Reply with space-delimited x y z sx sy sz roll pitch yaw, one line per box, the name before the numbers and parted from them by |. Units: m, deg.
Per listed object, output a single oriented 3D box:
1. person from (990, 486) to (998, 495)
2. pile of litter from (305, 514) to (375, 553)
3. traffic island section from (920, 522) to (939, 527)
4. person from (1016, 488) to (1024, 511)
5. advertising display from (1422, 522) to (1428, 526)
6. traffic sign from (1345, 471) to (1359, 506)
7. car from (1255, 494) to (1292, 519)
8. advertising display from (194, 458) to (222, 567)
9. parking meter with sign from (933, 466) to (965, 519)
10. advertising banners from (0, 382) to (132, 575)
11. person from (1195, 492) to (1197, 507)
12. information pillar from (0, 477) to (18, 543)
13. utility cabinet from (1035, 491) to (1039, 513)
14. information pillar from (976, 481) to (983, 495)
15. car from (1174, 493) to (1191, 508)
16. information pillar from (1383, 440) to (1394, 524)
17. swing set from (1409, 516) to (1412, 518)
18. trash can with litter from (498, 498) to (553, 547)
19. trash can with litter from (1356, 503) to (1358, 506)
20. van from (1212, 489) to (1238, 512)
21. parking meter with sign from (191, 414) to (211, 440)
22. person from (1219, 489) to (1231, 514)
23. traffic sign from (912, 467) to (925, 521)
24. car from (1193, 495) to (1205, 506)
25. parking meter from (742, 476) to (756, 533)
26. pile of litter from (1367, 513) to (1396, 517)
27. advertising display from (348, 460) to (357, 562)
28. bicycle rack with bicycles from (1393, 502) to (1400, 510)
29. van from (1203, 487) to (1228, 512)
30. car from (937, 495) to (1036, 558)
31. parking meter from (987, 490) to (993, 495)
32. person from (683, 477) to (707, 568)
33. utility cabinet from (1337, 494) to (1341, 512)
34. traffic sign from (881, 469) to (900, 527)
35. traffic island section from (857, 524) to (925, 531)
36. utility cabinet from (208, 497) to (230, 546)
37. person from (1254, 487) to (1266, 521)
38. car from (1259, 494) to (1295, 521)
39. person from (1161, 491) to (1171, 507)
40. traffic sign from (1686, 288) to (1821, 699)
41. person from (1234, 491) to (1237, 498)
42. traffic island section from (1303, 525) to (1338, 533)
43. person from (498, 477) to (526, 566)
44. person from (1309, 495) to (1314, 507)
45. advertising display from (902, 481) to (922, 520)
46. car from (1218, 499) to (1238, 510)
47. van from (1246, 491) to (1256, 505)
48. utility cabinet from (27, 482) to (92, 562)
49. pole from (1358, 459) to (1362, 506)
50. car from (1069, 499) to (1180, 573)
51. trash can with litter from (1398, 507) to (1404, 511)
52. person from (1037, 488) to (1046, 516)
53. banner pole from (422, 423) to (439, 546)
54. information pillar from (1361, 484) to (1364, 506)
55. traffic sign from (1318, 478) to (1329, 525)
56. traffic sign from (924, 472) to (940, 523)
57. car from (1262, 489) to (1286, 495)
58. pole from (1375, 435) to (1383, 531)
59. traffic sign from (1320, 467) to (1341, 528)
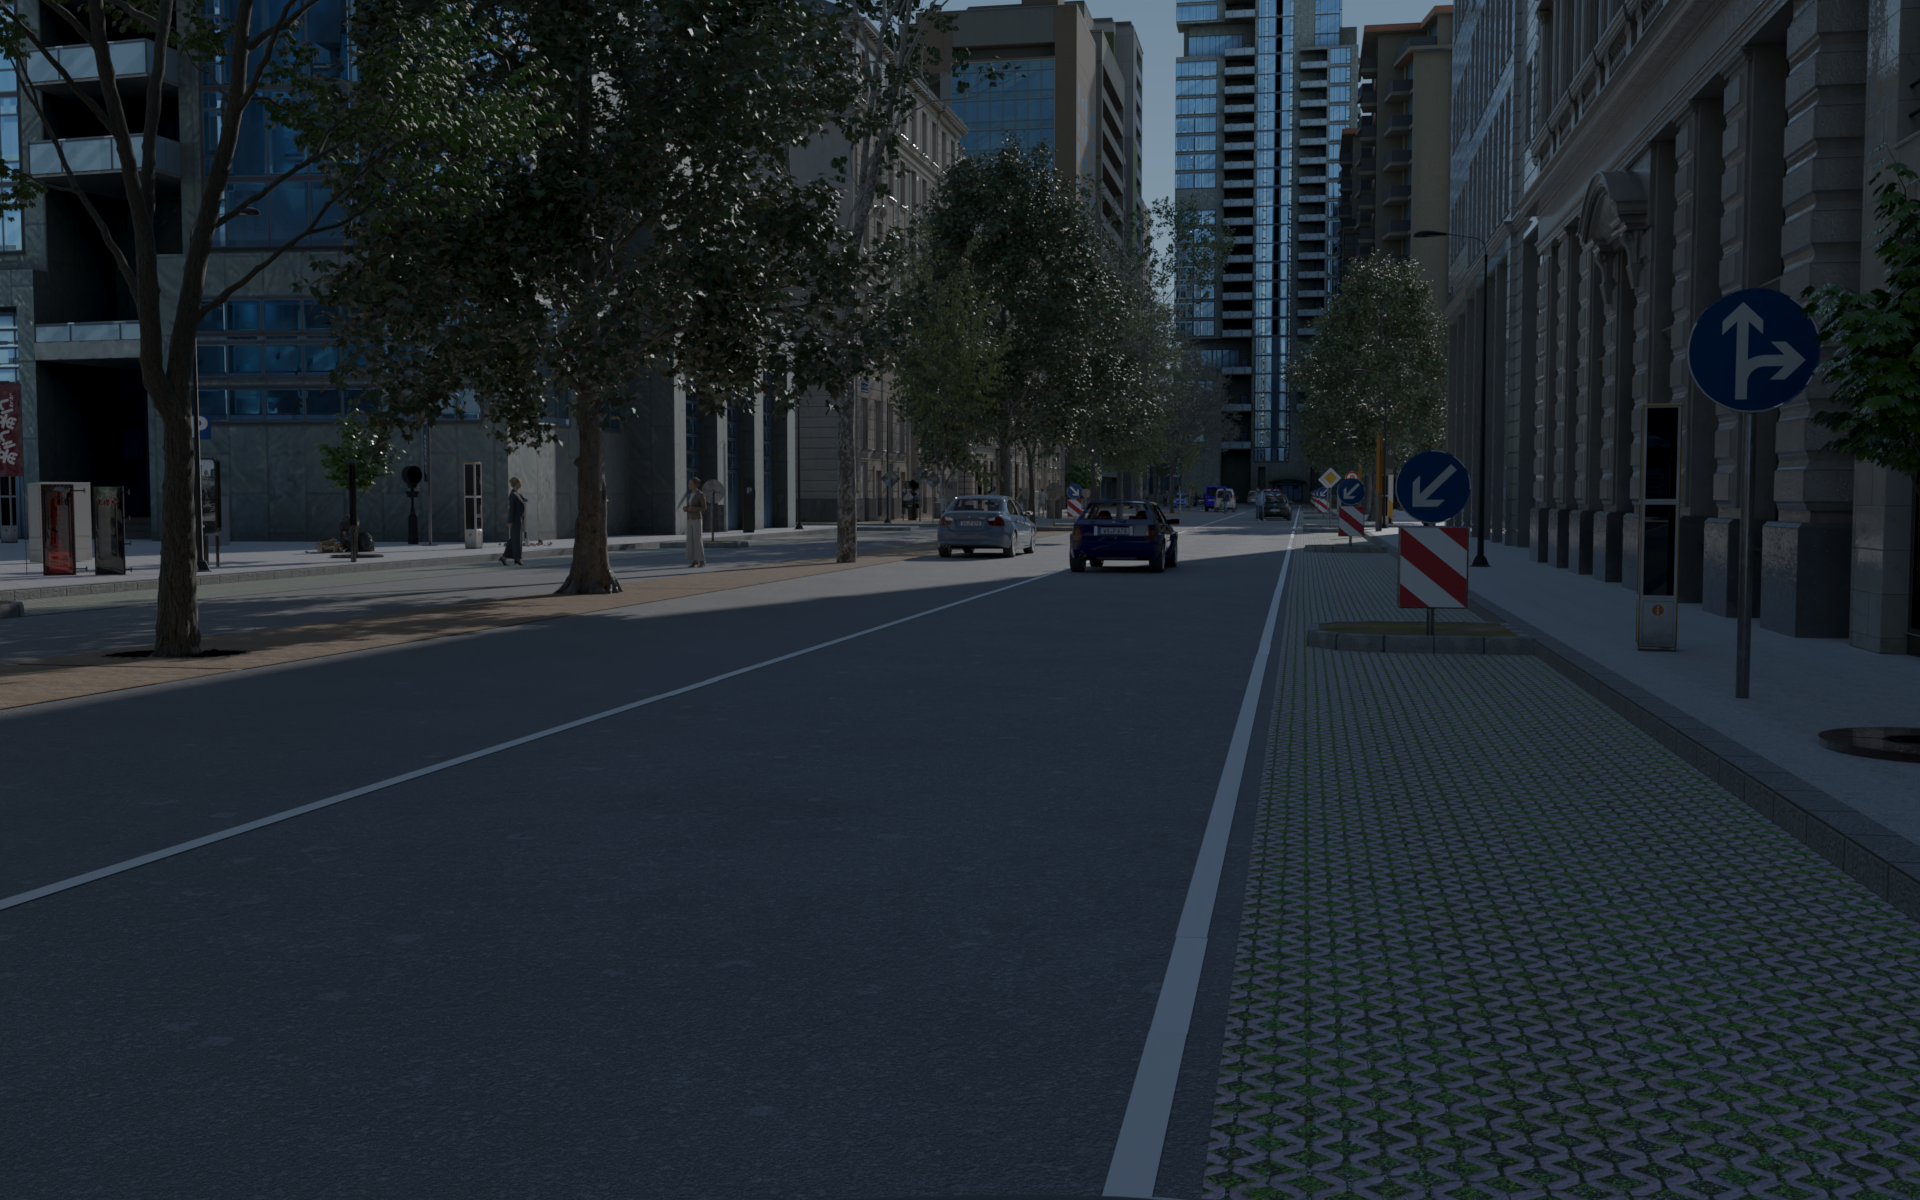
person | 1.698 -4.487 82.060 0.606 1.804 0.583 3 5 44
pile of litter | -13.678 -1.484 38.227 1.719 0.858 1.176 -3 5 -44
traffic island section | -1.213 -3.292 76.108 2.009 0.180 2.903 1 4 11
person | 3.092 -4.964 90.218 0.362 1.759 0.519 -2 4 -26
advertising display | 11.068 -2.192 41.057 0.123 1.923 0.974 1 4 22
traffic sign | 22.013 -5.942 97.256 0.768 2.556 0.104 1 4 12
car | 18.229 -5.452 100.946 2.131 1.459 4.920 1 4 12
advertising display | -13.555 -1.564 30.782 0.974 1.923 0.123 1 4 20
parking meter with sign | -0.536 -5.774 90.666 1.738 3.016 0.543 -1 4 -22
advertising banners | -14.203 -1.903 27.298 2.074 3.025 0.090 -1 4 -9
person | 26.748 -11.401 195.625 0.721 1.735 1.217 1 4 11
information pillar | -24.911 -2.498 45.329 0.304 2.012 0.304 0 4 -1
utility cabinet | 5.002 -6.719 118.529 0.318 1.500 1.173 2 4 33
information pillar | 1.060 -5.669 97.188 0.304 2.012 0.304 0 4 4
car | 23.233 -10.519 181.569 1.945 1.707 3.694 1 4 12
information pillar | 18.381 -5.078 74.380 0.504 3.616 0.183 -1 4 -9
swing set | 25.822 -5.902 94.123 3.119 2.851 2.862 1 4 12
trash can with litter | -10.692 -1.968 43.233 1.678 1.210 2.233 1 4 11
trash can with litter | 30.325 -7.426 132.474 1.678 1.210 2.233 -1 4 -13
van | 21.000 -7.963 137.198 2.013 2.044 4.112 1 4 10
parking meter with sign | -17.063 -2.596 38.698 0.543 3.016 1.738 -2 4 -27
person | 18.882 -7.041 123.598 0.794 1.824 0.713 -2 4 -35
traffic sign | -1.882 -4.967 81.310 0.768 2.556 0.104 1 4 15
car | 28.256 -11.654 203.116 1.945 1.354 3.894 1 4 12
parking meter | -7.006 -3.168 57.505 0.399 1.863 0.255 -1 4 -19
pile of litter | 24.010 -5.175 98.568 1.719 0.858 1.176 0 4 3
advertising display | -11.535 -1.693 32.897 0.123 1.923 0.974 -1 4 -19
bicycle rack with bicycles | 35.050 -7.622 137.995 2.852 0.926 2.925 -3 5 -40
van | 21.053 -8.417 142.001 2.240 2.365 5.245 1 4 9
car | 0.641 -1.742 40.492 2.014 1.417 4.499 1 4 11
parking meter | 1.764 -5.580 99.651 0.372 1.533 0.369 0 3 0
person | -5.219 -1.518 33.877 0.519 1.759 0.362 3 5 43
utility cabinet | 26.909 -6.992 123.005 0.318 1.500 1.173 1 4 12
traffic sign | -2.739 -3.949 68.208 0.795 2.450 0.064 1 4 11
traffic island section | -2.763 -2.813 68.275 2.009 0.180 2.903 1 4 11
utility cabinet | -18.431 -1.949 43.031 0.306 1.237 1.020 -1 4 -10
person | 15.689 -5.001 90.534 0.793 1.790 0.793 -2 4 -25
car | 17.251 -5.189 94.621 2.009 1.686 4.222 1 4 12
person | 22.911 -11.237 192.940 1.217 1.736 0.721 -1 4 -20
traffic sign | 4.925 -0.656 10.825 0.768 2.556 0.104 1 4 16
person | 33.181 -12.208 208.552 0.568 1.767 0.683 0 4 -3
traffic island section | 13.905 -2.612 64.983 2.009 0.180 2.903 1 4 11
person | -8.868 -1.557 34.383 0.534 1.772 0.576 -2 4 -31
person | 37.226 -10.602 182.369 0.721 1.766 1.217 -2 4 -34
advertising display | -2.359 -4.861 84.693 0.974 1.923 0.123 1 4 8
car | 23.927 -8.906 155.392 2.009 1.686 4.222 1 4 11
van | 37.550 -13.090 221.027 2.013 2.044 4.112 1 4 10
utility cabinet | -16.937 -1.462 32.586 0.318 1.500 1.173 1 4 19
pole | 22.777 -6.412 98.673 0.158 3.312 0.155 0 3 0
car | 3.159 -1.246 32.953 1.945 1.354 3.894 1 4 12
trash can with litter | 33.962 -7.394 132.282 1.055 1.170 0.624 3 4 38
person | 5.003 -6.013 107.008 0.606 1.804 0.583 -3 4 -36
banner pole | -13.252 -3.245 43.071 0.401 3.779 0.863 -2 4 -28
information pillar | 28.079 -7.148 121.367 0.304 2.012 0.304 2 4 33
traffic sign | 15.431 -4.226 72.744 0.795 2.450 0.064 1 4 11
traffic sign | -1.188 -4.428 76.042 0.795 2.450 0.064 1 4 11
car | 24.664 -7.855 137.101 2.281 1.827 5.304 1 4 12
pole | 14.391 -4.012 59.443 0.158 3.312 0.155 0 3 0
traffic sign | 13.880 -3.747 64.910 0.795 2.450 0.064 1 4 11
